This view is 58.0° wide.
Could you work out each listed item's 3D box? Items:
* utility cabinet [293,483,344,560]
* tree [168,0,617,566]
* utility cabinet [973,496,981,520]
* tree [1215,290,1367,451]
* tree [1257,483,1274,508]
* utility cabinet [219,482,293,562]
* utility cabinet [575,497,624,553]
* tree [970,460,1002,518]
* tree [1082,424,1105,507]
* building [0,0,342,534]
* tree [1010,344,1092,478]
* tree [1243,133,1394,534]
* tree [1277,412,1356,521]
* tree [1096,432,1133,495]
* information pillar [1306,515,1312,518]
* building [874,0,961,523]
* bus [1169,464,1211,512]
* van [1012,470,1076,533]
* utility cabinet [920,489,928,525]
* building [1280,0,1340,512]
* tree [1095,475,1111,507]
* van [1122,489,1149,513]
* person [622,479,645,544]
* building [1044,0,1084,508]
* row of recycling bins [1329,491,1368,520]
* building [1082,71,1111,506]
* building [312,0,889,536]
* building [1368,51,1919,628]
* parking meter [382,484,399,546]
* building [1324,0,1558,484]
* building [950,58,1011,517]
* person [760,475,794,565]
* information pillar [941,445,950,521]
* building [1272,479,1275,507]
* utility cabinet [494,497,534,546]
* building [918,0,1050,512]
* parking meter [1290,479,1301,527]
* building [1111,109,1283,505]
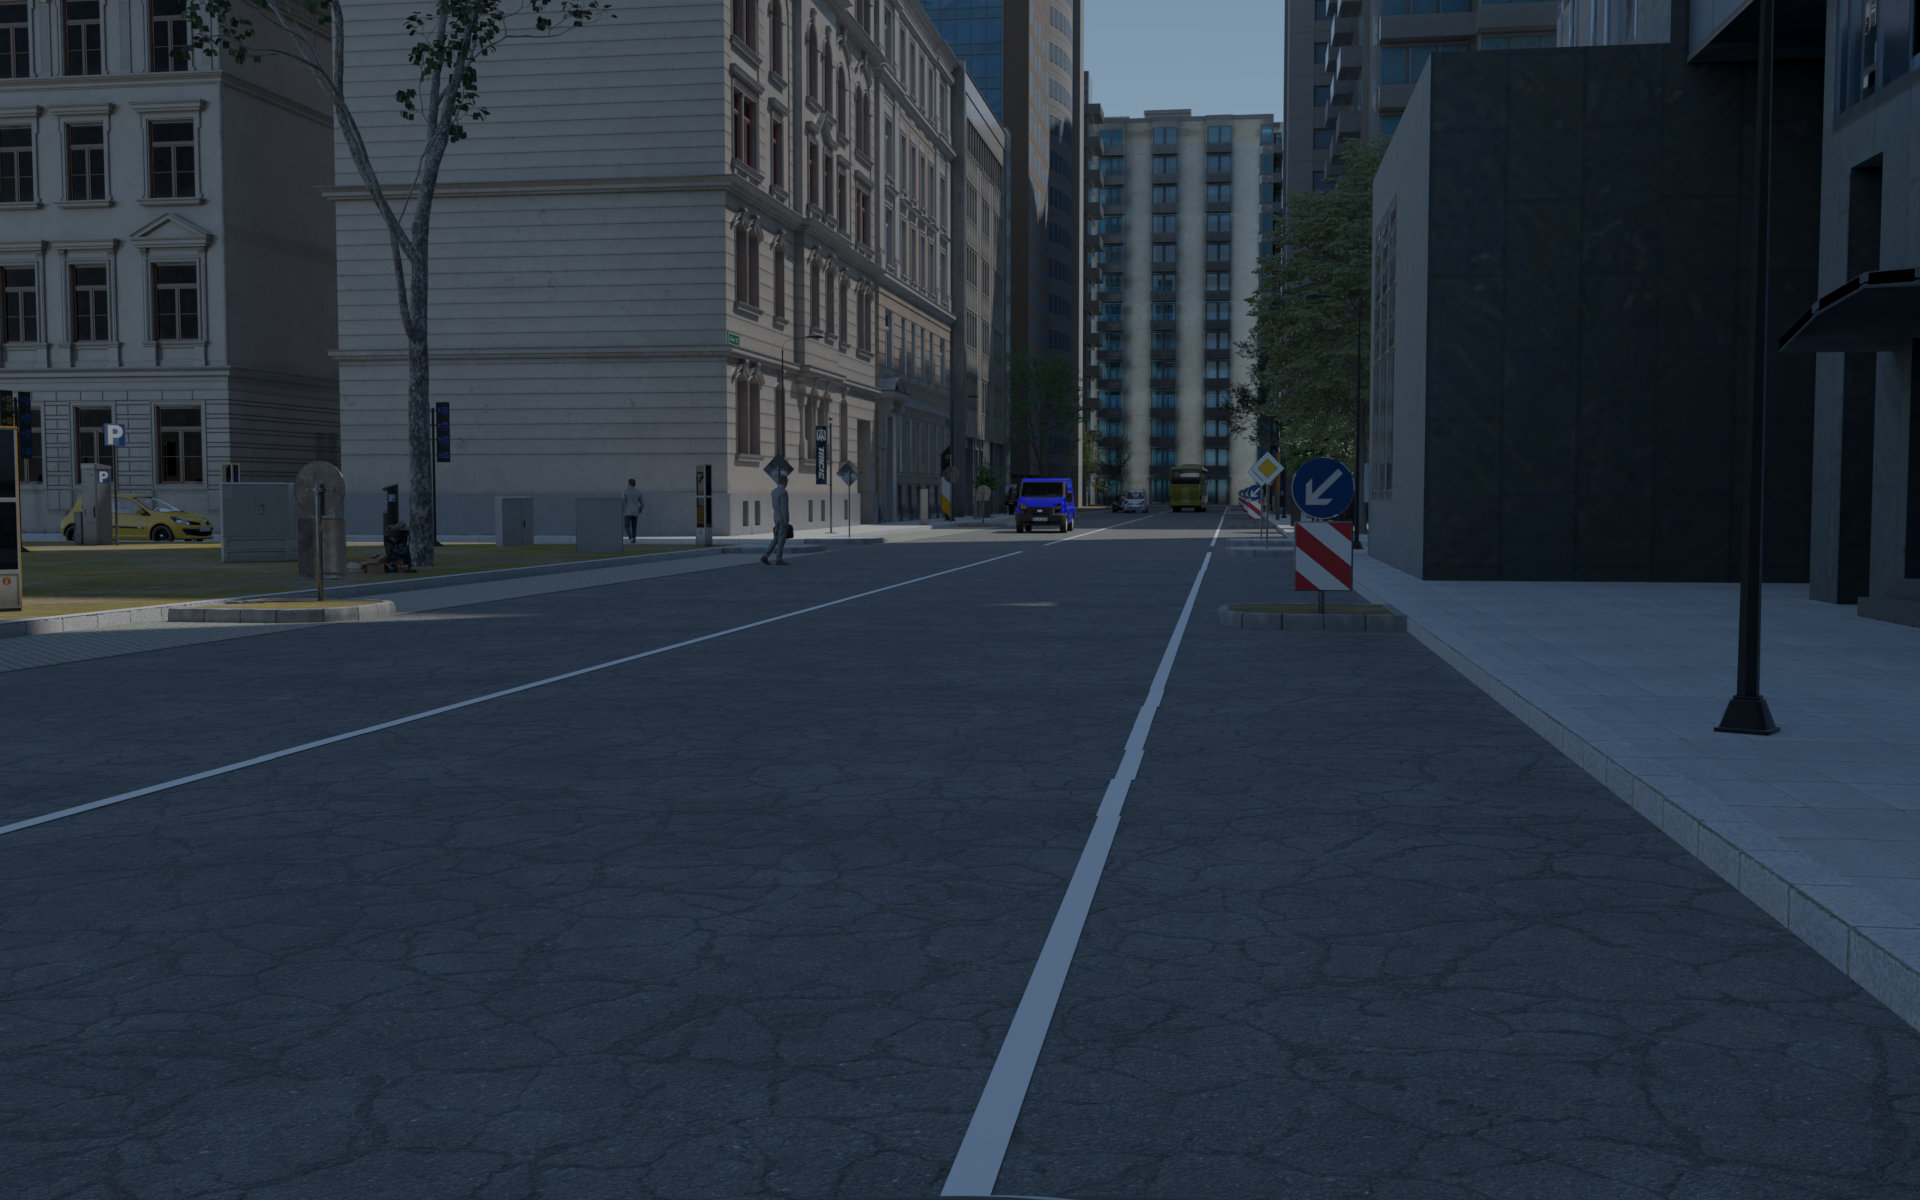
[{"bbox_3d":[-12.441,-1.505,33.279,1.173,1.500,0.318,1,4,15],"label":"utility cabinet"},{"bbox_3d":[-10.868,-10.709,30.987,12.611,20.169,13.585,0,3,0],"label":"tree"},{"bbox_3d":[0.858,-4.630,86.863,0.306,1.237,1.020,0,4,-5],"label":"utility cabinet"},{"bbox_3d":[15.269,-8.893,79.819,7.601,10.594,8.767,-1,4,-17],"label":"tree"},{"bbox_3d":[29.852,-10.872,172.364,1.663,3.219,1.824,0,3,0],"label":"tree"},{"bbox_3d":[-13.271,-1.464,32.613,1.173,1.500,0.318,-2,4,-31],"label":"utility cabinet"},{"bbox_3d":[-7.940,-1.650,38.143,1.020,1.237,0.306,-1,4,-12],"label":"utility cabinet"},{"bbox_3d":[1.261,-6.055,93.608,1.663,3.219,1.824,0,3,0],"label":"tree"},{"bbox_3d":[12.470,-13.514,171.312,4.737,8.622,4.395,0,3,0],"label":"tree"},{"bbox_3d":[-32.156,-13.757,61.079,21.152,22.565,11.583,1,4,9],"label":"building"},{"bbox_3d":[5.591,-11.918,120.615,9.928,11.665,9.643,0,3,0],"label":"tree"},{"bbox_3d":[12.693,-8.367,54.925,7.486,12.596,7.792,0,3,0],"label":"tree"},{"bbox_3d":[13.561,-4.972,65.005,4.285,4.588,4.351,0,3,0],"label":"tree"},{"bbox_3d":[18.194,-15.388,201.948,4.360,8.622,3.978,0,3,0],"label":"tree"},{"bbox_3d":[18.517,-5.335,91.714,0.304,2.012,0.304,1,4,15],"label":"information pillar"},{"bbox_3d":[-8.090,-18.314,85.331,13.634,28.700,20.117,1,4,9],"label":"building"},{"bbox_3d":[18.648,-9.112,140.534,2.896,3.916,12.252,1,4,11],"label":"bus"},{"bbox_3d":[3.236,-3.729,65.353,2.240,2.365,5.245,0,4,8],"label":"van"},{"bbox_3d":[-1.519,-3.880,72.113,0.318,1.500,1.173,0,4,-4],"label":"utility cabinet"},{"bbox_3d":[35.928,-36.296,135.440,21.231,58.520,28.212,1,4,9],"label":"building"},{"bbox_3d":[14.672,-11.173,177.282,1.663,3.219,1.824,0,3,0],"label":"tree"},{"bbox_3d":[13.161,-7.491,129.481,2.013,2.044,4.112,1,4,10],"label":"van"},{"bbox_3d":[-8.640,-2.287,45.745,0.661,1.843,0.795,-2,4,-27],"label":"person"},{"bbox_3d":[-0.711,-37.422,153.853,21.231,58.520,28.212,1,4,9],"label":"building"},{"bbox_3d":[18.945,-4.782,85.301,1.069,1.692,3.534,-2,4,-29],"label":"row of recycling bins"},{"bbox_3d":[0.012,-34.805,188.665,30.456,49.044,23.786,1,4,9],"label":"building"},{"bbox_3d":[-11.378,-16.893,63.583,14.401,28.519,23.554,1,4,9],"label":"building"},{"bbox_3d":[17.104,-43.040,16.372,22.319,86.520,31.000,1,4,9],"label":"building"},{"bbox_3d":[-13.982,-2.088,42.550,0.372,1.533,0.369,0,3,0],"label":"parking meter"},{"bbox_3d":[32.881,-29.404,100.369,23.786,49.044,30.456,1,4,9],"label":"building"},{"bbox_3d":[-4.156,-17.558,105.093,12.078,24.808,19.932,1,4,9],"label":"building"},{"bbox_3d":[-3.615,-1.614,35.005,0.853,1.813,0.709,-3,4,-39],"label":"person"},{"bbox_3d":[-0.679,-5.625,83.317,0.504,3.616,0.183,-2,4,-29],"label":"information pillar"},{"bbox_3d":[49.389,-29.950,181.564,32.217,40.220,23.993,1,4,9],"label":"building"},{"bbox_3d":[-11.053,-1.946,42.987,0.306,1.237,1.020,2,4,33],"label":"utility cabinet"},{"bbox_3d":[-0.776,-29.520,132.765,14.600,45.320,14.200,1,4,9],"label":"building"},{"bbox_3d":[13.306,-3.842,68.526,0.399,1.863,0.255,-1,4,-11],"label":"parking meter"},{"bbox_3d":[26.016,-36.629,218.494,30.456,49.044,23.786,1,4,9],"label":"building"}]
